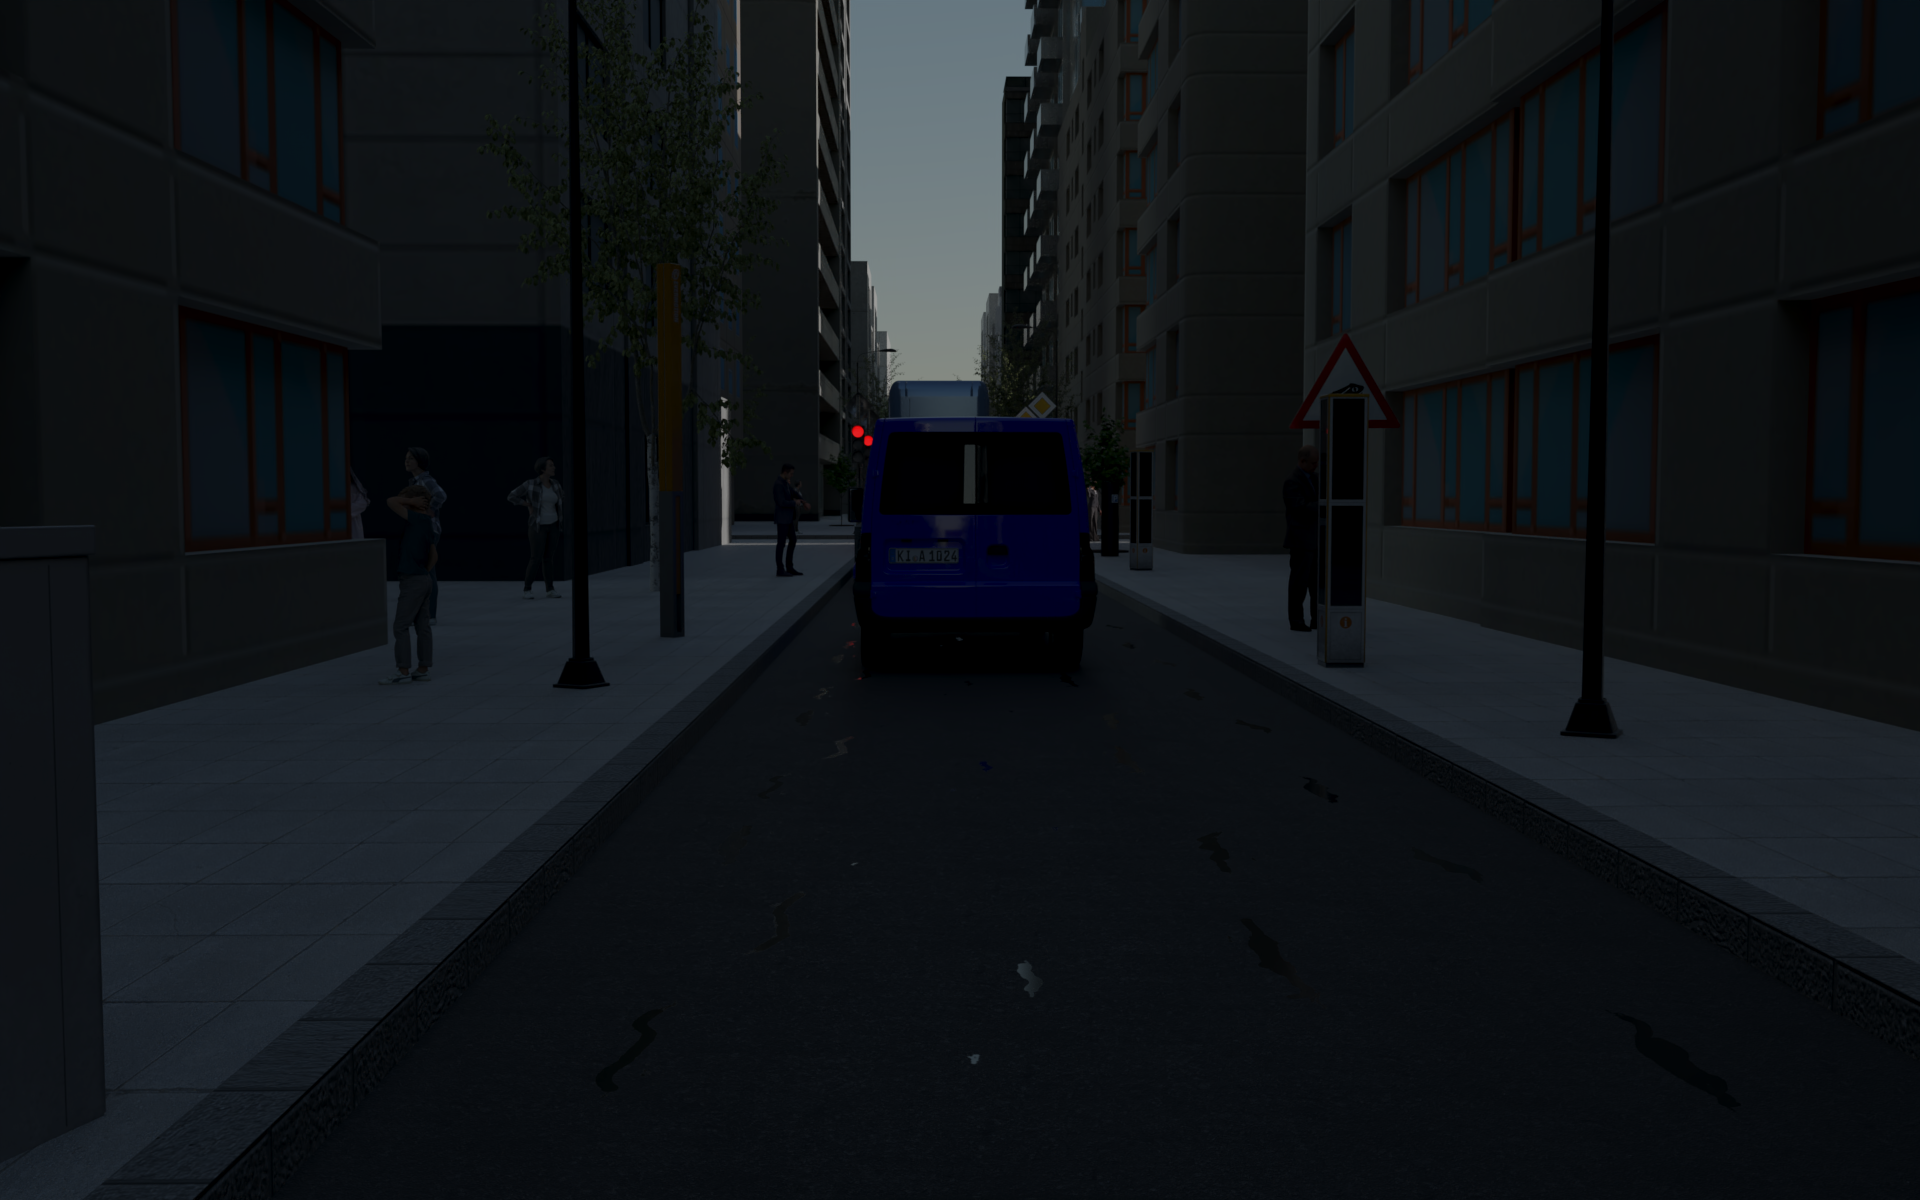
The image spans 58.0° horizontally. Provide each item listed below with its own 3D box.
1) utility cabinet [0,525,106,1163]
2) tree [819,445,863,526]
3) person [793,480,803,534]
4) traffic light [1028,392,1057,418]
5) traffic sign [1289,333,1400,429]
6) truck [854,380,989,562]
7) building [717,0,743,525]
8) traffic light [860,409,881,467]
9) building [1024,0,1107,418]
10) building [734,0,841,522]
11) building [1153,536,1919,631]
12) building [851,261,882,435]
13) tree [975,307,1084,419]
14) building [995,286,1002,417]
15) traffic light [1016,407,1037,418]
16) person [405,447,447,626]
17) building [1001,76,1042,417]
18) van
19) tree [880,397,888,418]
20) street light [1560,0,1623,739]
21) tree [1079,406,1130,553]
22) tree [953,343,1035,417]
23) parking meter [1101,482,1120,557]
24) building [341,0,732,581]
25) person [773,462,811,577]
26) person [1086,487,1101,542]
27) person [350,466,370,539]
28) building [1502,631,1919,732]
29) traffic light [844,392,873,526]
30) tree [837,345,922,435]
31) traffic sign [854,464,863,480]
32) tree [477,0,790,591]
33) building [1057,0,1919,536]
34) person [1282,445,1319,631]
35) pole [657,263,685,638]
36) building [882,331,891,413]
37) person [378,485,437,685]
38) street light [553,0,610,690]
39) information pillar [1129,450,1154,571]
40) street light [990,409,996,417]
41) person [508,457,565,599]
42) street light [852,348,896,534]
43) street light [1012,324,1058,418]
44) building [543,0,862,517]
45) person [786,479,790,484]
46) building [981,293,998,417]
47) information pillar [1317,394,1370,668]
[{"bbox_3d":[-2.042,0.492,3.110,0.306,1.237,1.020,1,4,16],"label":"utility cabinet"},{"bbox_3d":[-4.605,-4.561,69.168,1.663,3.219,1.824,0,3,0],"label":"tree"},{"bbox_3d":[-5.265,-2.991,55.667,0.376,1.734,0.841,1,4,15],"label":"person"},{"bbox_3d":[2.235,-3.589,47.606,0.839,4.253,0.868,0,4,-1],"label":"traffic light"},{"bbox_3d":[3.125,-0.864,14.127,0.884,2.594,0.081,0,4,7],"label":"traffic sign"},{"bbox_3d":[-0.452,-2.782,35.247,2.967,4.110,18.799,0,4,0],"label":"truck"},{"bbox_3d":[-15.822,-25.307,63.880,14.600,45.320,14.200,0,4,-1],"label":"building"},{"bbox_3d":[-2.907,-4.071,55.485,0.839,4.253,0.868,0,4,-1],"label":"traffic light"},{"bbox_3d":[15.262,-29.411,100.476,23.786,49.044,30.456,0,4,-1],"label":"building"},{"bbox_3d":[-17.430,-28.496,89.609,21.300,48.544,21.600,0,4,-1],"label":"building"},{"bbox_3d":[18.698,-11.361,30.793,27.650,21.520,28.899,0,4,-1],"label":"building"},{"bbox_3d":[-15.653,-17.169,147.178,16.747,18.905,31.486,0,4,-1],"label":"building"},{"bbox_3d":[2.676,-7.257,69.020,4.360,8.622,3.978,0,3,0],"label":"tree"},{"bbox_3d":[10.917,-17.298,139.249,16.016,20.091,11.380,0,4,-1],"label":"building"},{"bbox_3d":[2.093,-4.078,55.589,0.839,4.253,0.868,0,4,-1],"label":"traffic light"},{"bbox_3d":[-5.241,-0.623,16.956,0.376,1.734,0.841,-1,4,-20],"label":"person"},{"bbox_3d":[9.894,-21.521,123.577,14.160,30.474,14.107,0,4,-1],"label":"building"},{"bbox_3d":[0.031,-0.718,16.128,2.240,2.365,5.245,0,4,-2],"label":"van"},{"bbox_3d":[-5.905,-15.571,180.349,9.928,11.665,9.643,0,3,0],"label":"tree"},{"bbox_3d":[2.830,-2.234,9.063,1.470,5.913,1.316,0,4,-1],"label":"street light"},{"bbox_3d":[3.205,-2.663,38.135,1.663,3.219,1.824,0,3,0],"label":"tree"},{"bbox_3d":[1.833,-8.149,83.593,4.737,8.622,4.395,0,3,0],"label":"tree"},{"bbox_3d":[3.081,-1.660,35.555,0.372,1.533,0.369,0,3,0],"label":"parking meter"},{"bbox_3d":[-16.165,-36.395,33.307,20.611,71.187,20.563,0,4,-1],"label":"building"},{"bbox_3d":[-2.605,-1.251,26.947,0.568,1.767,0.683,0,4,6],"label":"person"},{"bbox_3d":[3.580,-2.428,46.549,0.445,1.727,0.742,0,4,7],"label":"person"},{"bbox_3d":[-7.348,-0.852,20.639,0.621,1.740,0.551,2,4,32],"label":"person"},{"bbox_3d":[19.122,-9.597,1.951,27.650,21.520,28.899,0,4,-1],"label":"building"},{"bbox_3d":[-2.765,-3.583,47.501,0.839,4.253,0.868,0,4,-1],"label":"traffic light"},{"bbox_3d":[-3.937,-8.328,86.519,4.360,8.622,3.978,0,3,0],"label":"tree"},{"bbox_3d":[-3.452,-3.888,63.576,0.884,2.594,0.081,0,4,3],"label":"traffic sign"},{"bbox_3d":[-4.008,-4.404,22.376,4.737,8.622,4.395,0,3,0],"label":"tree"},{"bbox_3d":[19.413,-13.794,70.565,28.899,21.520,27.650,0,4,-1],"label":"building"},{"bbox_3d":[3.323,-0.580,16.209,0.600,1.739,0.565,1,4,20],"label":"person"},{"bbox_3d":[-2.582,-1.322,15.456,0.158,3.312,0.155,0,3,0],"label":"pole"},{"bbox_3d":[-23.786,-20.162,196.098,31.486,18.905,16.747,0,4,-1],"label":"building"},{"bbox_3d":[-3.767,-0.114,11.812,0.340,1.345,0.435,0,4,-6],"label":"person"},{"bbox_3d":[-1.980,-2.374,11.363,1.470,5.913,1.316,0,4,-1],"label":"street light"},{"bbox_3d":[3.045,-1.502,29.054,0.304,2.012,0.304,-1,4,-20],"label":"information pillar"},{"bbox_3d":[1.349,-7.322,92.263,1.470,5.913,1.316,0,4,-1],"label":"street light"},{"bbox_3d":[-5.143,-0.890,21.325,0.376,1.734,0.841,3,5,42],"label":"person"},{"bbox_3d":[-2.729,-5.067,55.379,1.470,5.913,1.316,0,4,-1],"label":"street light"},{"bbox_3d":[2.117,-4.590,47.591,1.470,5.913,1.316,0,4,-1],"label":"street light"},{"bbox_3d":[-15.692,-41.575,118.004,20.563,71.187,20.611,0,4,-1],"label":"building"},{"bbox_3d":[-5.511,-2.974,54.802,0.434,1.807,0.598,3,4,36],"label":"person"},{"bbox_3d":[10.777,-18.023,161.127,16.747,18.905,31.486,0,4,-1],"label":"building"},{"bbox_3d":[2.840,-0.512,12.863,0.304,2.012,0.304,0,4,-1],"label":"information pillar"}]
